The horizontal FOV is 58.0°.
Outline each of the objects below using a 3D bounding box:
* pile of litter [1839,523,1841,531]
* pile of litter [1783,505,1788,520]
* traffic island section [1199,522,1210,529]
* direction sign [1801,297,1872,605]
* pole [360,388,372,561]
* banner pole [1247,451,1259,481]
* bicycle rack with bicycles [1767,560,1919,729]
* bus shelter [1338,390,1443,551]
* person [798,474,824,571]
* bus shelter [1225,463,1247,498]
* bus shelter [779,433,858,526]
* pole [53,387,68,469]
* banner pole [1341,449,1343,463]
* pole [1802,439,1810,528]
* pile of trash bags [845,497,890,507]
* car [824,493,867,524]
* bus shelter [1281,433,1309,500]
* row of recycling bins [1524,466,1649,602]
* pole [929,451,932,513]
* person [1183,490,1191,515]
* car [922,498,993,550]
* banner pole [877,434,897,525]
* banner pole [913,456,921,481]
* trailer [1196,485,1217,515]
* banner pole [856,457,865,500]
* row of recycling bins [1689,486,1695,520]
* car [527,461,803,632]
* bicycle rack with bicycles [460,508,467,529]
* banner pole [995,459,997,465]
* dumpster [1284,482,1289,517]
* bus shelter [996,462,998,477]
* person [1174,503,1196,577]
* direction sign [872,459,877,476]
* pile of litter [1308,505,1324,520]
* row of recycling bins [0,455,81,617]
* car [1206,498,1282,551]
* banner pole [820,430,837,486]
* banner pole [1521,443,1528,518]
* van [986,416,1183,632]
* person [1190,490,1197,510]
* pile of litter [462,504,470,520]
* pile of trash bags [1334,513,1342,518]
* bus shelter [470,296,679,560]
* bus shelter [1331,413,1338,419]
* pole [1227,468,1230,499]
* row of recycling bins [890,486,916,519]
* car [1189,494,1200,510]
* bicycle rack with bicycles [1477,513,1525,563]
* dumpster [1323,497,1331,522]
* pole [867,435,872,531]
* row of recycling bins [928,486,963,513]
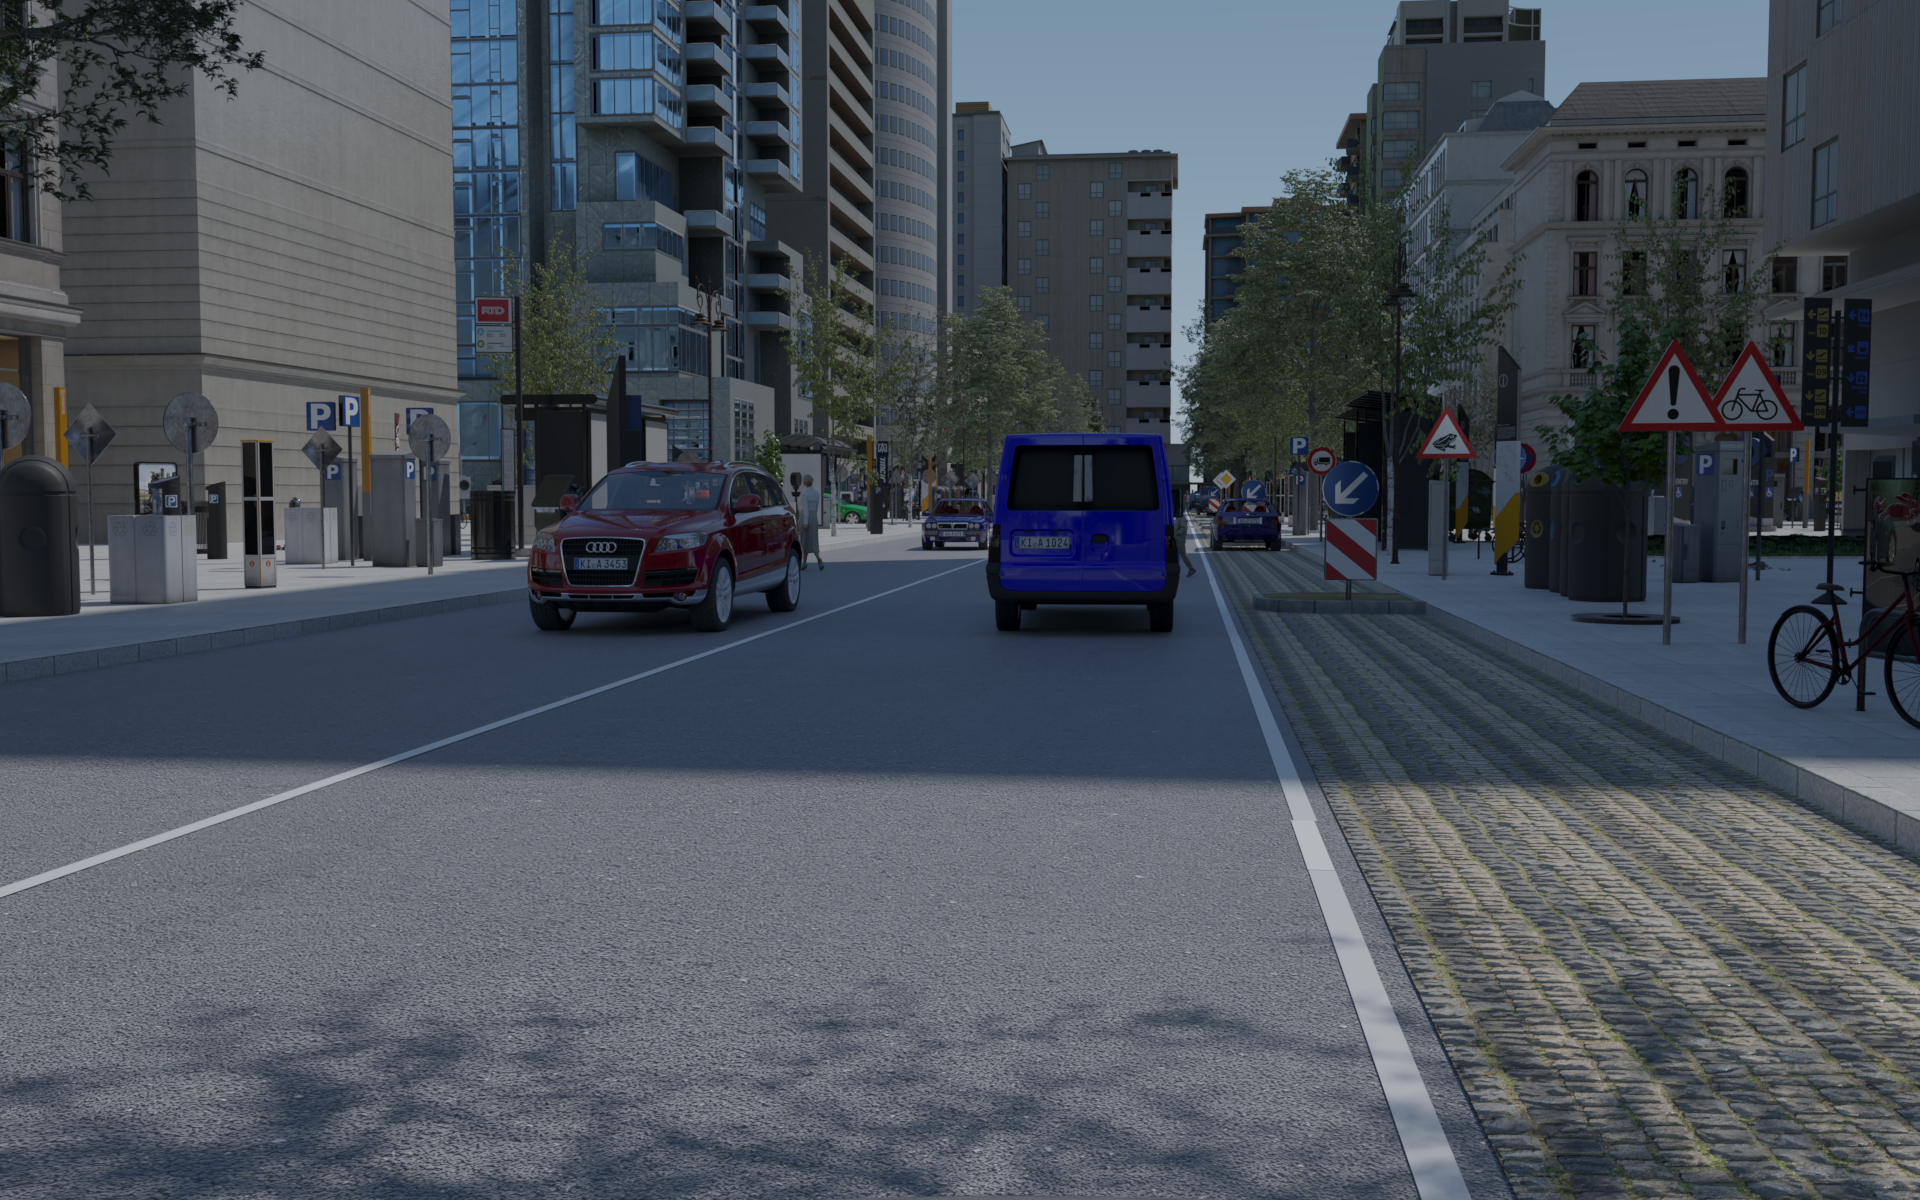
[{"bbox_3d":[30.958,-2.783,59.462,1.719,0.858,1.176,-1,4,-15],"label":"pile of litter"},{"bbox_3d":[40.847,-4.438,86.519,1.719,0.858,1.176,3,5,45],"label":"pile of litter"},{"bbox_3d":[11.877,-3.447,78.640,2.009,0.180,2.903,0,4,7],"label":"traffic island section"},{"bbox_3d":[10.148,-1.720,20.114,0.876,3.537,0.379,-1,4,-12],"label":"direction sign"},{"bbox_3d":[-11.387,-2.411,33.256,0.158,3.312,0.155,0,3,0],"label":"pole"},{"bbox_3d":[16.951,-6.766,100.648,0.863,3.779,0.401,0,4,5],"label":"banner pole"},{"bbox_3d":[6.190,0.251,9.277,2.852,0.926,2.925,0,4,-5],"label":"bicycle rack with bicycles"},{"bbox_3d":[10.420,-3.106,42.061,1.731,3.624,6.357,0,4,7],"label":"bus shelter"},{"bbox_3d":[-2.773,-1.443,32.314,0.478,1.798,0.641,-3,4,-39],"label":"person"},{"bbox_3d":[21.152,-8.633,132.431,1.731,3.624,6.357,0,4,7],"label":"bus shelter"},{"bbox_3d":[-5.049,-4.075,60.546,2.014,3.302,5.546,0,4,7],"label":"bus shelter"},{"bbox_3d":[-17.171,-2.403,33.131,0.158,3.312,0.155,0,3,0],"label":"pole"},{"bbox_3d":[18.910,-5.811,85.028,0.401,3.779,0.863,3,5,45],"label":"banner pole"},{"bbox_3d":[31.608,-4.332,64.675,0.158,3.312,0.155,0,3,0],"label":"pole"},{"bbox_3d":[-5.852,-6.005,107.939,3.447,1.369,1.912,3,5,43],"label":"pile of trash bags"},{"bbox_3d":[-5.919,-4.111,76.014,4.718,1.807,1.959,0,4,8],"label":"car"},{"bbox_3d":[21.012,-7.932,107.313,2.179,5.291,8.768,0,4,7],"label":"bus shelter"},{"bbox_3d":[8.012,-0.921,22.177,1.069,1.692,3.534,0,4,8],"label":"row of recycling bins"},{"bbox_3d":[-1.395,-5.358,81.445,0.158,3.312,0.155,0,3,0],"label":"pole"},{"bbox_3d":[15.360,-6.599,117.224,0.563,1.720,0.643,-1,4,-23],"label":"person"},{"bbox_3d":[0.022,-2.020,45.601,1.945,1.354,3.894,0,4,6],"label":"car"},{"bbox_3d":[-3.036,-4.990,71.598,0.863,3.779,0.401,0,4,-8],"label":"banner pole"},{"bbox_3d":[-2.855,-7.582,113.980,0.863,3.779,0.401,-2,4,-27],"label":"banner pole"},{"bbox_3d":[16.104,-6.461,112.687,1.471,1.999,3.904,0,4,5],"label":"trailer"},{"bbox_3d":[-6.630,-7.647,115.047,0.863,3.779,0.401,-3,4,-37],"label":"banner pole"},{"bbox_3d":[35.681,-4.775,85.176,1.069,1.692,3.534,2,4,31],"label":"row of recycling bins"},{"bbox_3d":[-3.218,-0.680,19.789,2.281,1.827,5.304,0,4,8],"label":"car"},{"bbox_3d":[-19.851,-3.089,63.888,2.852,0.926,2.925,-3,5,-40],"label":"bicycle rack with bicycles"},{"bbox_3d":[2.432,-7.293,109.262,0.863,3.779,0.401,-2,4,-29],"label":"banner pole"},{"bbox_3d":[15.096,-4.473,78.892,1.264,1.857,1.865,0,4,7],"label":"dumpster"},{"bbox_3d":[2.366,-8.429,115.441,2.179,5.291,8.768,0,4,7],"label":"bus shelter"},{"bbox_3d":[3.796,-1.047,29.894,0.640,1.303,0.475,-1,4,-21],"label":"person"},{"bbox_3d":[-5.286,-7.274,110.933,0.876,3.537,0.379,0,4,-6],"label":"direction sign"},{"bbox_3d":[17.751,-4.453,86.764,1.719,0.858,1.176,0,4,3],"label":"pile of litter"},{"bbox_3d":[-11.127,-0.700,18.558,3.534,1.692,1.069,1,4,9],"label":"row of recycling bins"},{"bbox_3d":[7.350,-1.967,44.738,1.945,1.354,3.894,0,4,7],"label":"car"},{"bbox_3d":[-5.164,-4.747,67.631,0.863,3.779,0.401,-2,4,-26],"label":"banner pole"},{"bbox_3d":[27.646,-5.811,85.034,0.401,3.779,0.863,-1,4,-20],"label":"banner pole"},{"bbox_3d":[1.465,-0.939,19.732,2.240,2.365,5.245,0,4,6],"label":"van"},{"bbox_3d":[20.441,-8.772,151.946,0.660,1.820,0.620,0,3,0],"label":"person"},{"bbox_3d":[-24.164,-4.327,84.712,1.176,0.858,1.719,-1,4,-20],"label":"pile of litter"},{"bbox_3d":[14.827,-3.228,62.529,1.912,1.369,3.447,3,4,36],"label":"pile of trash bags"},{"bbox_3d":[-8.439,-3.679,37.790,2.179,5.291,8.768,0,4,7],"label":"bus shelter"},{"bbox_3d":[11.622,-3.529,48.990,1.731,3.624,6.357,0,4,7],"label":"bus shelter"},{"bbox_3d":[19.855,-8.197,127.868,0.158,3.312,0.155,0,3,0],"label":"pole"},{"bbox_3d":[-3.016,-5.212,92.326,1.069,1.692,3.534,-1,4,-13],"label":"row of recycling bins"},{"bbox_3d":[21.527,-8.987,156.725,2.009,1.686,4.222,0,4,7],"label":"car"},{"bbox_3d":[11.326,-1.211,33.182,2.925,0.926,2.852,0,4,-3],"label":"bicycle rack with bicycles"},{"bbox_3d":[17.150,-4.647,78.468,1.502,2.255,1.985,0,4,7],"label":"dumpster"},{"bbox_3d":[-3.108,-4.012,59.440,0.158,3.312,0.155,0,3,0],"label":"pole"},{"bbox_3d":[-0.635,-4.846,86.342,1.069,1.692,3.534,2,4,24],"label":"row of recycling bins"}]
